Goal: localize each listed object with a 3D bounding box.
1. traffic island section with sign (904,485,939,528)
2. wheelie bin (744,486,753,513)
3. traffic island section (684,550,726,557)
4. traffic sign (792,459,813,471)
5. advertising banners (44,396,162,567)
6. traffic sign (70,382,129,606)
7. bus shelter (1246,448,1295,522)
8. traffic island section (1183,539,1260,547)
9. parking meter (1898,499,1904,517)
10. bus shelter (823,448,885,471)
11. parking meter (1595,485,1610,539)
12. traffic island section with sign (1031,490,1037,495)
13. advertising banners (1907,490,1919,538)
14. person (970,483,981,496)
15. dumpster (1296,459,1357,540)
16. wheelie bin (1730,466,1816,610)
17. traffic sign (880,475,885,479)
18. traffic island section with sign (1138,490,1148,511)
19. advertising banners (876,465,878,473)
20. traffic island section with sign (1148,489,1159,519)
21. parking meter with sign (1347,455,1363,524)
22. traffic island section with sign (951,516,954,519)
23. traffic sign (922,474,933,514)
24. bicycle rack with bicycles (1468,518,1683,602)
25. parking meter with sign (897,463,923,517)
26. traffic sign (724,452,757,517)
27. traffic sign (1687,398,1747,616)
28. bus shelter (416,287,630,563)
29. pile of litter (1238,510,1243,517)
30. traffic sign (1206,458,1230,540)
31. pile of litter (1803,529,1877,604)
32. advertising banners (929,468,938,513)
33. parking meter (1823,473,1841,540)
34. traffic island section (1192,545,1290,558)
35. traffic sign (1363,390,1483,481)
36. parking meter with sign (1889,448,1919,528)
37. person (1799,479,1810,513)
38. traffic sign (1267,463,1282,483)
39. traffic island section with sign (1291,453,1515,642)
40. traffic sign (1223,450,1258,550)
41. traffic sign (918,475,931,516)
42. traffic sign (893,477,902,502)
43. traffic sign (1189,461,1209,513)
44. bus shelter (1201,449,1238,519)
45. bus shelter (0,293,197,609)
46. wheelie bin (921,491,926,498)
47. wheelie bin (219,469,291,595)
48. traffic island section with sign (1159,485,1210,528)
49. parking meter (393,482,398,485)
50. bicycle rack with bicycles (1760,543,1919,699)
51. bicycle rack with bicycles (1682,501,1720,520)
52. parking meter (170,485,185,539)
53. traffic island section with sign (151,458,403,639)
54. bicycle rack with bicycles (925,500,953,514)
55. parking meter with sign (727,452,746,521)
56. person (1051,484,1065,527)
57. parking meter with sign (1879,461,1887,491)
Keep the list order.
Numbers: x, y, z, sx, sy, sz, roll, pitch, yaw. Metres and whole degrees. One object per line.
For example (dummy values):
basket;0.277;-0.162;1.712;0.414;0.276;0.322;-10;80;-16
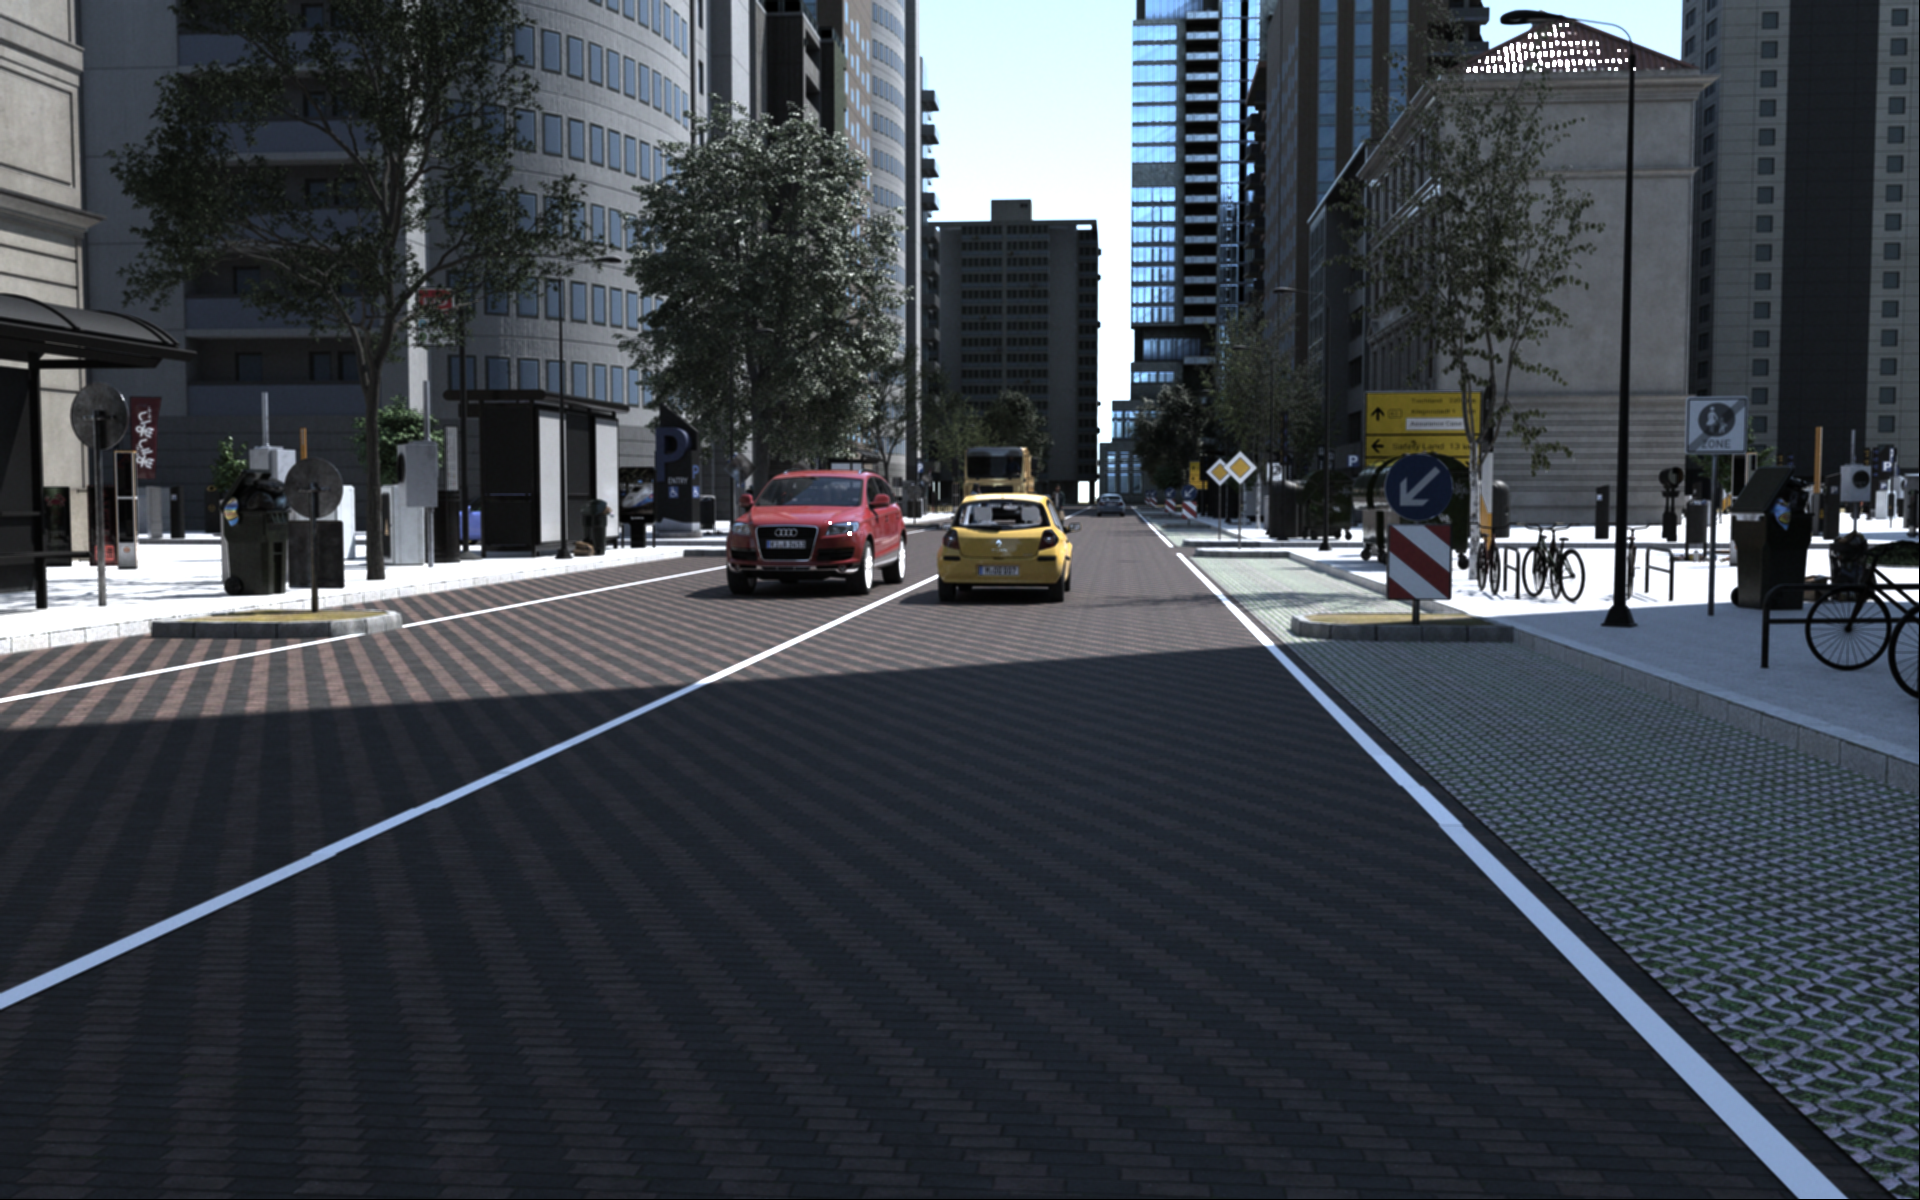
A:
traffic island section with sign;-1.909;-3.966;73.478;1.989;1.847;2.006;0;4;5
wheelie bin;-7.597;-3.432;64.025;0.693;1.594;0.980;2;4;28
traffic island section;-5.222;-1.148;41.056;2.009;0.180;2.903;0;4;5
traffic sign;-4.468;-2.771;48.944;0.795;2.450;0.064;0;4;5
advertising banners;-15.324;-2.121;30.872;2.074;3.025;0.090;-1;4;-20
traffic sign;-9.835;-1.204;19.788;0.768;2.556;0.104;1;4;14
bus shelter;13.810;-5.149;78.107;2.014;3.302;5.546;0;4;5
traffic island section;7.200;-1.569;47.933;2.009;0.180;2.903;0;4;5
parking meter;52.058;-5.507;95.746;0.255;1.863;0.399;0;4;7
bus shelter;-4.706;-5.090;77.144;2.014;3.302;5.546;0;4;5
parking meter;18.328;-2.508;49.410;0.372;1.533;0.369;0;3;0
traffic island section with sign;7.667;-10.343;177.730;1.989;1.847;2.006;0;4;5
advertising banners;28.163;-3.329;50.609;0.090;3.025;2.074;1;4;9
person;0.462;-2.970;57.323;0.793;1.790;0.793;3;4;39
dumpster;10.344;-2.839;48.915;1.502;2.255;1.985;0;4;5
wheelie bin;9.114;-0.706;19.450;0.693;1.594;0.980;-1;4;-10
traffic sign;-4.288;-5.695;95.236;0.606;2.300;0.079;0;4;6
traffic island section with sign;16.531;-8.601;149.260;1.989;1.847;2.006;0;4;5
advertising banners;-5.186;-6.693;105.618;0.090;3.025;2.074;-1;4;-11
traffic island section with sign;11.956;-5.564;99.600;1.989;1.847;2.006;0;4;5
parking meter with sign;17.386;-4.881;76.059;0.543;3.016;1.738;0;4;3
traffic island section with sign;0.552;-5.608;100.321;1.989;1.847;2.006;0;4;5
traffic sign;-2.090;-6.605;108.095;0.768;2.556;0.104;1;4;10
bicycle rack with bicycles;7.707;-0.508;21.692;2.852;0.926;2.925;1;4;14
parking meter with sign;-2.889;-6.202;97.667;1.738;3.016;0.543;3;5;41
traffic sign;-5.198;-2.284;40.992;0.795;2.450;0.064;0;4;5
traffic sign;7.930;-0.984;18.224;0.606;2.300;0.079;1;4;13
bus shelter;-9.197;-3.582;36.193;2.179;5.291;8.768;0;4;5
pile of litter;15.456;-5.125;97.763;1.176;0.858;1.719;-3;5;-40
traffic sign;7.176;-2.704;47.858;0.795;2.450;0.064;0;4;5
pile of litter;10.522;-0.434;21.062;1.719;0.858;1.176;-3;4;-37
advertising banners;-1.785;-7.292;115.404;0.090;3.025;2.074;-1;4;-16
parking meter;24.521;-2.632;48.739;0.399;1.863;0.255;0;4;5
traffic island section;6.469;-1.083;39.981;2.009;0.180;2.903;0;4;5
traffic sign;9.075;-2.456;34.026;2.265;3.308;0.079;1;4;9
parking meter with sign;36.011;-4.219;65.249;1.738;3.016;0.543;1;4;12
person;19.949;-2.042;42.106;0.699;1.804;1.509;-2;4;-32
traffic sign;10.305;-3.327;56.523;0.606;2.300;0.079;1;4;9
traffic island section with sign;4.429;-0.551;17.644;1.989;1.847;2.006;0;4;5
traffic sign;6.445;-2.218;39.906;0.795;2.450;0.064;0;4;5
traffic sign;-2.088;-6.191;102.404;0.795;2.450;0.064;0;4;8
traffic sign;-3.775;-6.261;104.495;0.606;2.300;0.079;1;4;10
traffic sign;15.137;-6.854;105.935;2.265;3.308;0.079;1;4;14
bus shelter;13.967;-6.232;93.169;1.731;3.624;6.357;0;4;5
bus shelter;-9.785;-1.397;16.771;2.014;3.302;5.546;0;4;5
wheelie bin;-2.808;-7.125;124.406;0.693;1.594;0.980;0;4;4
wheelie bin;-8.973;-0.872;22.172;0.693;1.594;0.980;1;4;9
traffic island section with sign;9.489;-3.922;72.758;1.989;1.847;2.006;0;4;5
parking meter;-19.427;-3.292;59.532;0.399;1.863;0.255;2;4;24
bicycle rack with bicycles;7.085;0.092;11.874;2.925;0.926;2.852;0;4;-5
bicycle rack with bicycles;36.701;-4.534;87.505;2.852;0.926;2.925;0;4;3
parking meter;-22.578;-2.541;49.952;0.372;1.533;0.369;0;3;0
traffic island section with sign;-6.996;-0.581;18.120;1.989;1.847;2.006;0;4;5
bicycle rack with bicycles;-1.760;-5.991;111.328;2.852;0.926;2.925;1;4;21
parking meter with sign;-8.861;-4.465;69.260;0.543;3.016;1.738;-1;4;-18
person;4.065;-3.840;71.262;0.794;1.824;0.713;3;5;42
parking meter with sign;48.548;-5.793;90.981;0.543;3.016;1.738;3;4;37
